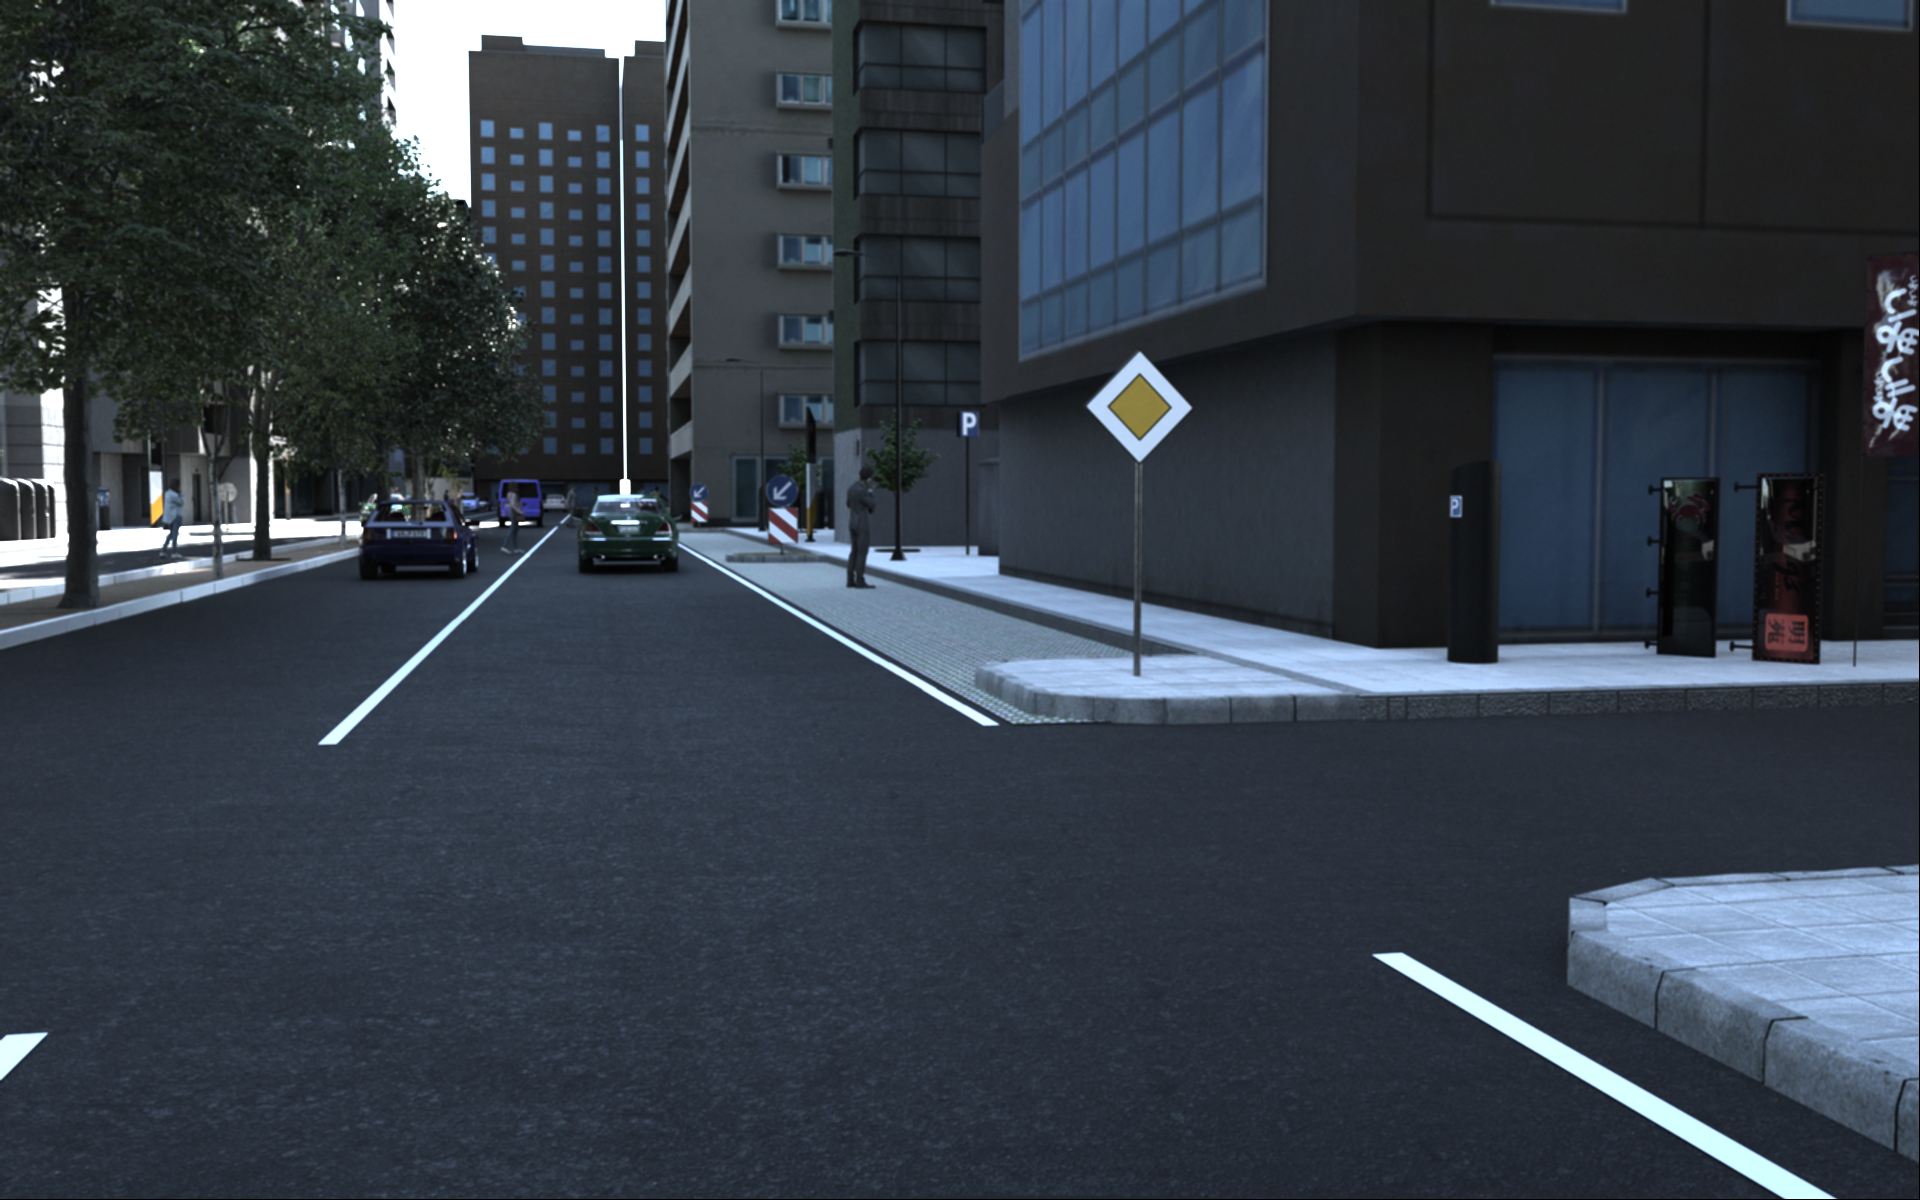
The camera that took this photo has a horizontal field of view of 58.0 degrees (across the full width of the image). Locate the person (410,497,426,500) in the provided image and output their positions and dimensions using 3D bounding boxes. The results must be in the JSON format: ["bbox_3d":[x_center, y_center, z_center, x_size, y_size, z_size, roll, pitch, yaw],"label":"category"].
[{"bbox_3d":[-29.349,-5.199,94.030,1.217,1.766,0.721,-3,5,-41],"label":"person"}]

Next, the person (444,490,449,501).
[{"bbox_3d":[-33.281,-6.288,112.231,0.530,1.710,0.541,-1,4,-15],"label":"person"}]

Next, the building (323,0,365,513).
[{"bbox_3d":[-52.207,-30.321,115.352,23.786,49.044,30.456,-1,4,-12],"label":"building"}]

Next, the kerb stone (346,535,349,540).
[{"bbox_3d":[-18.919,-1.888,53.057,0.120,0.150,1.000,-1,4,-12],"label":"kerb stone"}]

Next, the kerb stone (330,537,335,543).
[{"bbox_3d":[-18.277,-1.704,50.054,0.120,0.150,1.000,-1,4,-12],"label":"kerb stone"}]

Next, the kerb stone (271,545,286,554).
[{"bbox_3d":[-16.562,-1.213,42.023,0.120,0.150,1.000,-1,4,-12],"label":"kerb stone"}]

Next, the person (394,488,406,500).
[{"bbox_3d":[-28.679,-4.825,88.109,1.217,1.743,0.721,-1,4,-10],"label":"person"}]

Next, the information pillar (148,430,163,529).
[{"bbox_3d":[-29.598,-4.425,63.711,0.183,3.616,0.504,2,4,26],"label":"information pillar"}]

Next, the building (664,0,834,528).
[{"bbox_3d":[-1.848,-27.701,76.620,21.300,48.544,21.600,-1,4,-12],"label":"building"}]

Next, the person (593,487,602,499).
[{"bbox_3d":[-16.802,-4.368,80.261,0.721,1.781,0.623,-2,4,-27],"label":"person"}]

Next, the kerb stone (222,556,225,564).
[{"bbox_3d":[-15.070,-0.780,35.012,0.120,0.150,1.000,-1,4,-12],"label":"kerb stone"}]

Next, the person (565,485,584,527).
[{"bbox_3d":[-16.631,-4.026,74.443,0.853,1.813,0.709,1,4,12],"label":"person"}]

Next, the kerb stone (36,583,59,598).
[{"bbox_3d":[-12.724,-0.104,23.964,0.120,0.150,1.000,-1,4,-12],"label":"kerb stone"}]

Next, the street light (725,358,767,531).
[{"bbox_3d":[-7.309,-5.306,59.302,1.470,5.913,1.316,-1,4,-12],"label":"street light"}]

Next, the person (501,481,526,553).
[{"bbox_3d":[-10.861,-2.012,41.984,0.643,1.750,0.593,-2,4,-29],"label":"person"}]

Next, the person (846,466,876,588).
[{"bbox_3d":[-1.474,-1.100,26.287,0.447,1.846,0.655,-2,4,-30],"label":"person"}]

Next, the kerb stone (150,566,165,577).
[{"bbox_3d":[-14.008,-0.477,29.996,0.120,0.150,1.000,-1,4,-12],"label":"kerb stone"}]

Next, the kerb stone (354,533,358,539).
[{"bbox_3d":[-19.344,-2.010,55.066,0.120,0.150,1.000,-1,4,-12],"label":"kerb stone"}]

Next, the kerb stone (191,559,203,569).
[{"bbox_3d":[-14.647,-0.661,33.005,0.120,0.150,1.000,-1,4,-12],"label":"kerb stone"}]

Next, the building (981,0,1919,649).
[{"bbox_3d":[8.648,-22.669,20.745,14.200,45.320,14.600,-1,4,-12],"label":"building"}]

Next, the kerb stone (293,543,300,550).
[{"bbox_3d":[-16.992,-1.336,44.034,0.120,0.150,1.000,-1,4,-12],"label":"kerb stone"}]

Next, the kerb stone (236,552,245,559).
[{"bbox_3d":[-15.504,-0.898,37.010,0.120,0.150,1.000,-1,4,-12],"label":"kerb stone"}]

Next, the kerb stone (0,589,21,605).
[{"bbox_3d":[-12.511,-0.047,22.963,0.120,0.150,1.000,-1,4,-12],"label":"kerb stone"}]

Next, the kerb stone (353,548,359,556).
[{"bbox_3d":[-13.878,-1.055,39.440,0.120,0.150,1.000,-1,4,-12],"label":"kerb stone"}]

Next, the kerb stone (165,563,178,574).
[{"bbox_3d":[-14.221,-0.534,30.999,0.120,0.150,1.000,-1,4,-12],"label":"kerb stone"}]

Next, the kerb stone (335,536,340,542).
[{"bbox_3d":[-18.478,-1.760,51.057,0.120,0.150,1.000,-1,4,-12],"label":"kerb stone"}]

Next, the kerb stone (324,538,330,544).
[{"bbox_3d":[-18.063,-1.643,49.054,0.120,0.150,1.000,-1,4,-12],"label":"kerb stone"}]

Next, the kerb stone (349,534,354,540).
[{"bbox_3d":[-19.128,-1.949,54.061,0.120,0.150,1.000,-1,4,-12],"label":"kerb stone"}]

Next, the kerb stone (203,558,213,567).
[{"bbox_3d":[-14.860,-0.722,34.011,0.120,0.150,1.000,-1,4,-12],"label":"kerb stone"}]

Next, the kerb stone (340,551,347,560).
[{"bbox_3d":[-13.451,-0.932,37.441,0.120,0.150,1.000,-1,4,-12],"label":"kerb stone"}]

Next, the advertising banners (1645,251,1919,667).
[{"bbox_3d":[6.271,-1.036,13.129,2.074,3.025,0.090,3,5,44],"label":"advertising banners"}]

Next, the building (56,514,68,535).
[{"bbox_3d":[-36.115,-30.408,39.172,21.231,58.520,28.212,-1,4,-12],"label":"building"}]

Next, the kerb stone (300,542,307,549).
[{"bbox_3d":[-17.208,-1.398,45.048,0.120,0.150,1.000,-1,4,-12],"label":"kerb stone"}]

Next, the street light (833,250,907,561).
[{"bbox_3d":[-1.722,-3.709,33.181,1.470,5.913,1.316,-1,4,-12],"label":"street light"}]

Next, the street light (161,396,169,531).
[{"bbox_3d":[-27.365,-5.401,60.841,1.470,5.913,1.316,-1,4,-12],"label":"street light"}]

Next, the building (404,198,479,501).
[{"bbox_3d":[-54.768,-24.359,169.966,14.107,30.474,14.160,-1,4,-12],"label":"building"}]

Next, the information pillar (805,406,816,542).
[{"bbox_3d":[-4.003,-3.375,46.540,0.183,3.616,0.504,1,4,17],"label":"information pillar"}]

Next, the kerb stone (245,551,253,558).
[{"bbox_3d":[-15.709,-0.967,38.015,0.120,0.150,1.000,-1,4,-12],"label":"kerb stone"}]

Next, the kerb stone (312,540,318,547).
[{"bbox_3d":[-17.637,-1.520,47.047,0.120,0.150,1.000,-1,4,-12],"label":"kerb stone"}]

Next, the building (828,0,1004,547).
[{"bbox_3d":[3.044,-16.977,49.284,14.160,30.474,14.107,-1,4,-12],"label":"building"}]

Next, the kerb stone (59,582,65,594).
[{"bbox_3d":[-12.944,-0.164,24.971,0.120,0.150,1.000,-1,4,-12],"label":"kerb stone"}]

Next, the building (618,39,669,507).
[{"bbox_3d":[-26.770,-32.130,175.437,14.200,45.320,14.600,-1,4,-12],"label":"building"}]

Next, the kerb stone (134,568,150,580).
[{"bbox_3d":[-13.795,-0.415,28.996,0.120,0.150,1.000,-1,4,-12],"label":"kerb stone"}]

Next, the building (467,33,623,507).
[{"bbox_3d":[-41.133,-32.008,173.434,14.200,45.320,14.600,-1,4,-12],"label":"building"}]

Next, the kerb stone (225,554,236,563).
[{"bbox_3d":[-15.283,-0.839,36.012,0.120,0.150,1.000,-1,4,-12],"label":"kerb stone"}]

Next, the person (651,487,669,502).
[{"bbox_3d":[-15.597,-4.932,89.234,1.348,1.812,0.705,0,4,8],"label":"person"}]

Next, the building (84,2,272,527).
[{"bbox_3d":[-36.722,-18.223,69.653,14.160,30.474,14.107,-1,4,-12],"label":"building"}]

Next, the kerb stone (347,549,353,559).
[{"bbox_3d":[-13.661,-0.987,38.441,0.120,0.150,1.000,-1,4,-12],"label":"kerb stone"}]

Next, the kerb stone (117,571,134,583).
[{"bbox_3d":[-13.578,-0.353,27.990,0.120,0.150,1.000,-1,4,-12],"label":"kerb stone"}]

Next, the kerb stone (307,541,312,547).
[{"bbox_3d":[-17.428,-1.459,46.046,0.120,0.150,1.000,-1,4,-12],"label":"kerb stone"}]

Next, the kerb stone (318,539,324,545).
[{"bbox_3d":[-17.847,-1.582,48.055,0.120,0.150,1.000,-1,4,-12],"label":"kerb stone"}]

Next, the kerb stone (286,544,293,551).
[{"bbox_3d":[-16.780,-1.274,43.025,0.120,0.150,1.000,-1,4,-12],"label":"kerb stone"}]

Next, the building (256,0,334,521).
[{"bbox_3d":[-45.840,-28.529,90.158,21.300,48.544,21.600,-1,4,-12],"label":"building"}]

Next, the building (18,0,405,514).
[{"bbox_3d":[-60.807,-36.637,141.014,28.212,58.520,21.231,-1,4,-12],"label":"building"}]

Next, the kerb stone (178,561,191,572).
[{"bbox_3d":[-14.433,-0.600,32.003,0.120,0.150,1.000,-1,4,-12],"label":"kerb stone"}]

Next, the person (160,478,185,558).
[{"bbox_3d":[-17.728,-1.847,38.955,0.793,1.790,0.793,1,4,10],"label":"person"}]

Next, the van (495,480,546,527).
[{"bbox_3d":[-19.438,-4.418,76.619,2.240,2.365,5.245,-1,4,-14],"label":"van"}]

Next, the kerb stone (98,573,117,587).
[{"bbox_3d":[-13.376,-0.291,26.983,0.120,0.150,1.000,-1,4,-12],"label":"kerb stone"}]
